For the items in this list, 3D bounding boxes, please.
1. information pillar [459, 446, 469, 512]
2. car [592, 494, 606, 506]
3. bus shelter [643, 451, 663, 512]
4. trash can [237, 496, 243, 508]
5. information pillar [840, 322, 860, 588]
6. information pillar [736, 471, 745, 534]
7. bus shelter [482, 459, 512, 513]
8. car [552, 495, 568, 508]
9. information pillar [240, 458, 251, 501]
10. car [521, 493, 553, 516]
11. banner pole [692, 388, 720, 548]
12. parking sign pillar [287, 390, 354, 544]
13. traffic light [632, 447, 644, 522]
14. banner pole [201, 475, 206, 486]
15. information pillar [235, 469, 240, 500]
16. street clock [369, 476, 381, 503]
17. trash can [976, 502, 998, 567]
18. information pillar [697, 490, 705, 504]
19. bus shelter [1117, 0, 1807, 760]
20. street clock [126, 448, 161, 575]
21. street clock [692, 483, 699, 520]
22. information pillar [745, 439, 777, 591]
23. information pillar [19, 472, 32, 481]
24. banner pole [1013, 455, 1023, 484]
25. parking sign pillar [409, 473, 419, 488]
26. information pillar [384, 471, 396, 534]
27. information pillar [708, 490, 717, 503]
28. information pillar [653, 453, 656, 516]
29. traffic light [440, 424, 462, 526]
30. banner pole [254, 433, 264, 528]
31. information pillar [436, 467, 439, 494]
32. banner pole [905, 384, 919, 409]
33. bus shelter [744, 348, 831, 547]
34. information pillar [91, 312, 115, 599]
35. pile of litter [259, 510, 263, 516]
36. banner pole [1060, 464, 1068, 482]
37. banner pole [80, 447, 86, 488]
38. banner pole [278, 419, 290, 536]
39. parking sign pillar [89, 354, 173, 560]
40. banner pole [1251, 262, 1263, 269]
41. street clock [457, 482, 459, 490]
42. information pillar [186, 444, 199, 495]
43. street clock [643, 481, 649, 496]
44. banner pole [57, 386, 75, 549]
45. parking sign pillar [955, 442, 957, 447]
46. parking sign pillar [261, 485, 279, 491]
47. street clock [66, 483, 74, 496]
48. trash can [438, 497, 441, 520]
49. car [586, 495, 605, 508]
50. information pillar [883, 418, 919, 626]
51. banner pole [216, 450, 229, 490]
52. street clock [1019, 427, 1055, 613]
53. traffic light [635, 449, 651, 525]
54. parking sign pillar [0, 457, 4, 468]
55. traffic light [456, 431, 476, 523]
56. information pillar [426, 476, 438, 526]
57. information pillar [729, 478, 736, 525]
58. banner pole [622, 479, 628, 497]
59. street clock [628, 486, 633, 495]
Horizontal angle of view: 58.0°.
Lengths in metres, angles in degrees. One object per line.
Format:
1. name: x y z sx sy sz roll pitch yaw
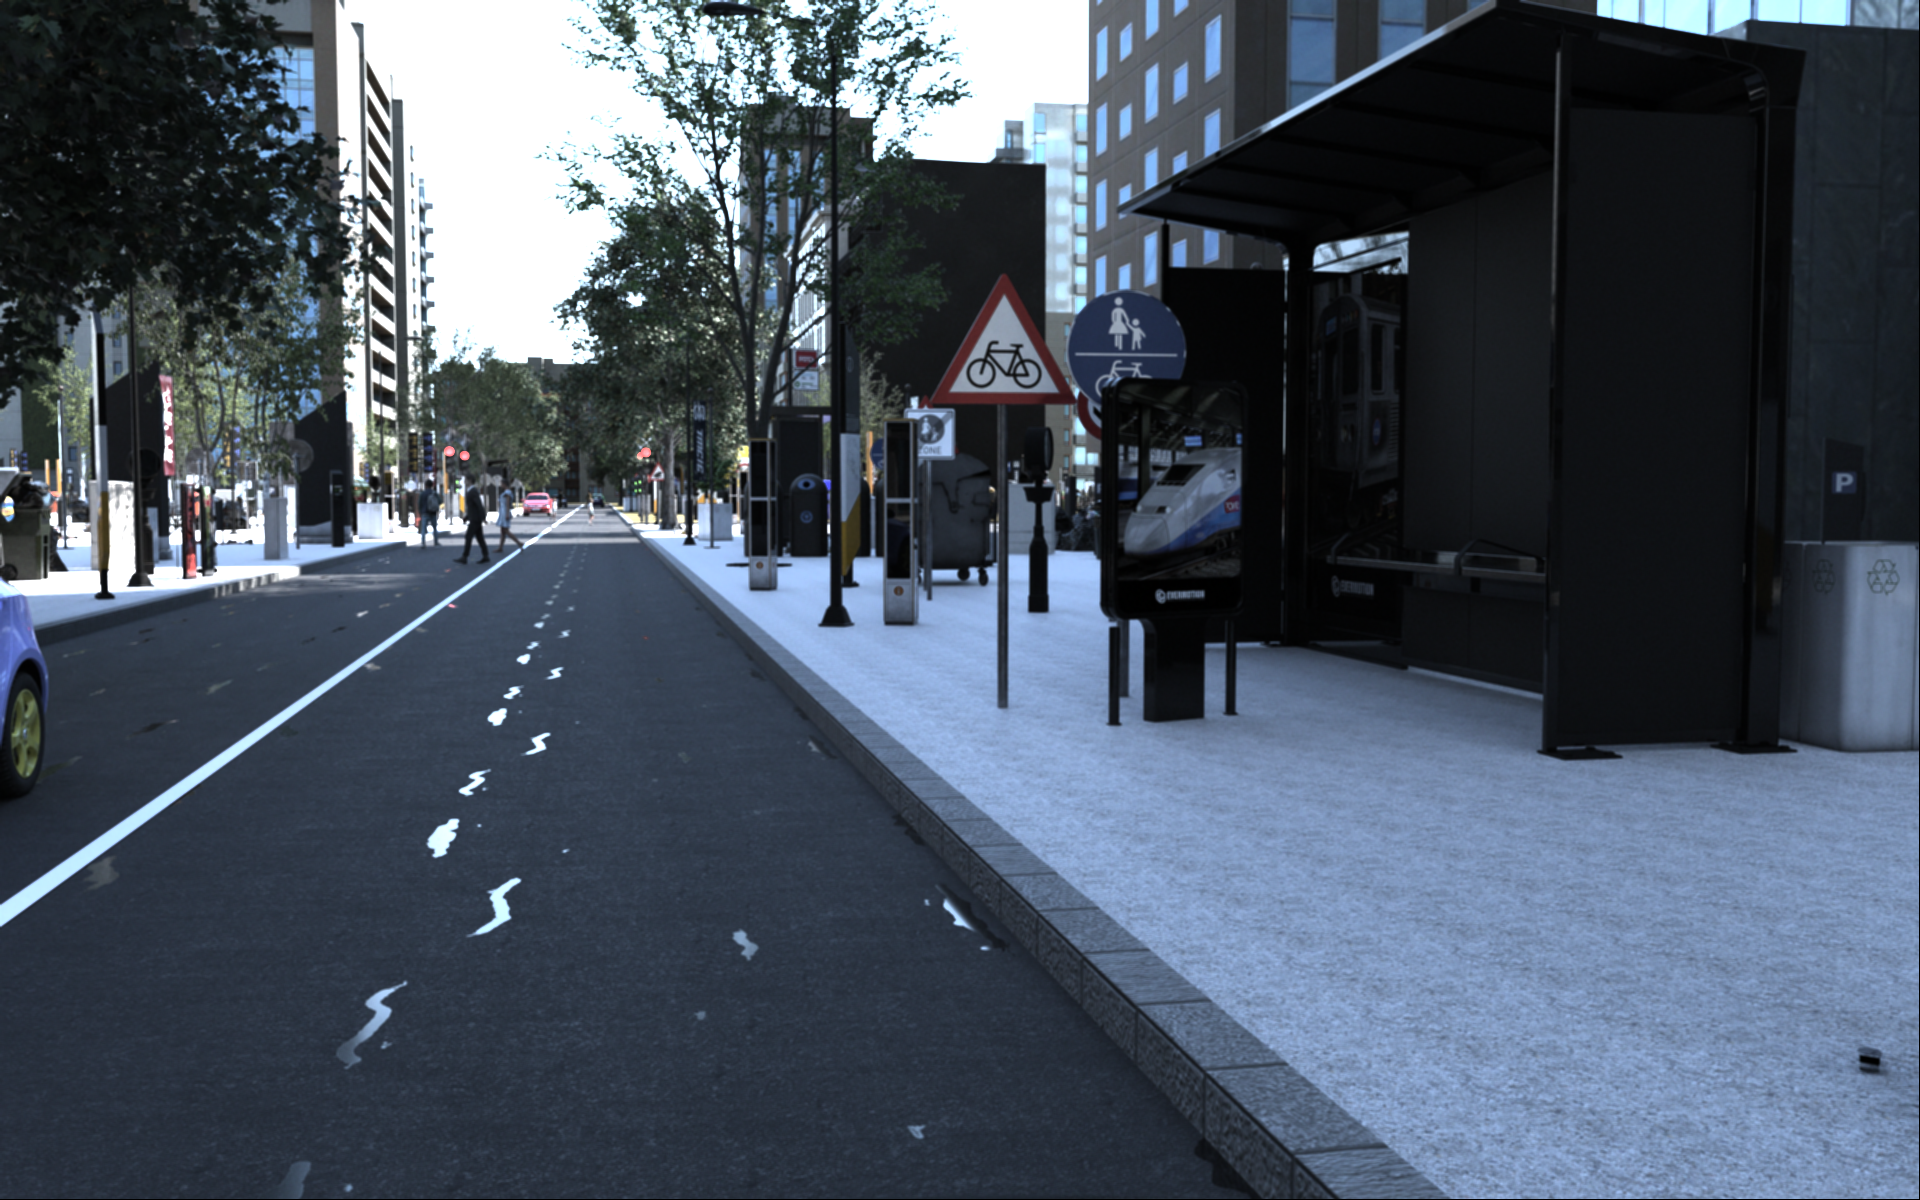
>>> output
1. information pillar: -23.281 -5.510 81.446 0.504 3.616 0.183 1 4 10
2. car: -44.418 -12.251 212.095 2.131 1.459 4.920 -1 4 -12
3. bus shelter: -21.199 -8.760 120.853 2.179 5.291 8.768 -1 4 -12
4. trash can: -52.913 -7.090 127.581 0.748 1.137 0.748 0 3 0
5. information pillar: -1.521 -1.991 23.903 0.183 3.616 0.504 1 4 22
6. information pillar: -6.902 -3.114 55.408 0.304 2.012 0.304 0 4 -4
7. bus shelter: -31.786 -7.817 119.091 1.731 3.624 6.357 -1 4 -12
8. car: -42.038 -10.328 181.438 1.945 1.354 3.894 -1 4 -12
9. information pillar: -45.071 -7.228 109.535 0.504 3.616 0.183 -1 4 -9
10. car: -27.626 -6.383 113.408 2.155 1.783 4.494 -1 4 -10
11. banner pole: -6.011 -3.104 40.771 0.401 3.779 0.863 2 4 34
12. parking sign pillar: -16.560 -3.458 45.018 1.447 3.967 1.447 0 4 -7
13. traffic light: -14.479 -5.486 78.620 0.839 4.253 0.868 -1 4 -12
14. banner pole: -45.631 -7.010 104.633 0.863 3.779 0.401 0 4 -3
15. information pillar: -58.987 -9.188 141.580 0.504 3.616 0.183 1 4 16
16. street clock: -23.140 -3.918 68.631 0.471 2.002 0.358 1 4 22
17. trash can: 0.360 -1.171 30.800 0.748 1.137 0.748 0 3 0
18. information pillar: -14.874 -6.592 99.139 0.504 3.616 0.183 -3 4 -37
19. bus shelter: 2.751 -1.232 11.434 1.731 3.624 6.357 -1 4 -12
20. street clock: -12.881 -1.394 27.370 0.471 2.002 0.358 -3 5 -41
21. street clock: -12.866 -4.887 84.471 0.358 2.002 0.471 1 4 20
22. information pillar: -2.626 -1.136 23.073 0.304 2.012 0.304 1 4 12
23. information pillar: -31.739 -3.323 58.816 0.304 2.012 0.304 1 4 20
24. banner pole: 3.786 -7.418 111.298 0.863 3.779 0.401 1 4 11
25. parking sign pillar: -41.315 -8.738 131.332 1.447 3.967 1.447 0 4 3
26. information pillar: -18.320 -3.127 55.618 0.304 2.012 0.304 0 4 -8
27. information pillar: -13.763 -6.424 96.390 0.504 3.616 0.183 -1 4 -20
28. information pillar: -17.526 -6.625 99.669 0.183 3.616 0.504 0 4 7
29. traffic light: -20.346 -4.912 69.229 0.839 4.253 0.868 -1 4 -12
30. banner pole: -26.090 -4.554 64.467 0.863 3.779 0.401 3 5 42
31. information pillar: -40.661 -8.753 134.473 0.504 3.616 0.183 -1 4 -21
32. banner pole: -1.091 -3.018 39.365 0.401 3.779 0.863 -2 4 -23
33. bus shelter: -4.444 -4.144 45.391 2.179 5.291 8.768 -1 4 -12
34. information pillar: -10.467 -1.820 21.106 0.183 3.616 0.504 -2 4 -32
35. pile of litter: -40.172 -5.338 101.240 1.719 0.858 1.176 -1 4 -12
36. banner pole: 8.671 -9.467 144.805 0.863 3.779 0.401 1 4 9
37. banner pole: -45.379 -6.091 89.613 0.863 3.779 0.401 3 5 41
38. banner pole: -20.650 -3.824 52.534 0.401 3.779 0.863 -3 5 -39
39. parking sign pillar: -16.121 -2.761 33.622 1.447 3.967 1.447 0 4 -4
40. banner pole: 2.985 -1.758 18.768 0.863 3.779 0.401 -1 4 -14
41. street clock: -30.142 -6.088 104.107 0.358 2.002 0.471 -2 4 -31
42. information pillar: -34.215 -5.249 77.182 0.183 3.616 0.504 3 5 41
43. street clock: -17.241 -5.544 95.212 0.358 2.002 0.471 0 4 -2
44. banner pole: -20.942 -3.081 40.392 0.401 3.779 0.863 -2 4 -32
45. parking sign pillar: -0.379 -6.200 89.839 1.447 3.967 1.447 -2 4 -26
46. parking sign pillar: -41.342 -7.160 105.539 1.447 3.967 1.447 1 4 10
47. street clock: -57.291 -6.542 111.529 0.471 2.002 0.358 2 4 26
48. trash can: -24.444 -4.197 80.272 0.748 1.137 0.748 0 3 0
49. car: -38.397 -10.388 182.424 1.945 1.354 3.894 -1 4 -11
50. information pillar: -0.578 -0.765 16.992 0.304 2.012 0.304 0 4 8
51. banner pole: -42.319 -6.682 99.262 0.863 3.779 0.401 0 4 2
52. street clock: 0.854 -0.869 18.778 0.358 2.002 0.471 1 4 15
53. traffic light: -12.849 -5.008 70.803 0.839 4.253 0.868 -1 4 -12
54. parking sign pillar: -70.297 -8.417 126.089 1.447 3.967 1.447 -2 4 -29
55. traffic light: -21.976 -5.390 77.046 0.839 4.253 0.868 -1 4 -12
56. information pillar: -21.028 -3.945 69.000 0.304 2.012 0.304 1 4 20
57. information pillar: -9.286 -4.066 70.970 0.304 2.012 0.304 -1 4 -21
58. banner pole: -28.994 -9.788 150.052 0.401 3.779 0.863 2 4 31
59. street clock: -27.692 -8.629 145.650 0.471 2.002 0.358 3 5 45
